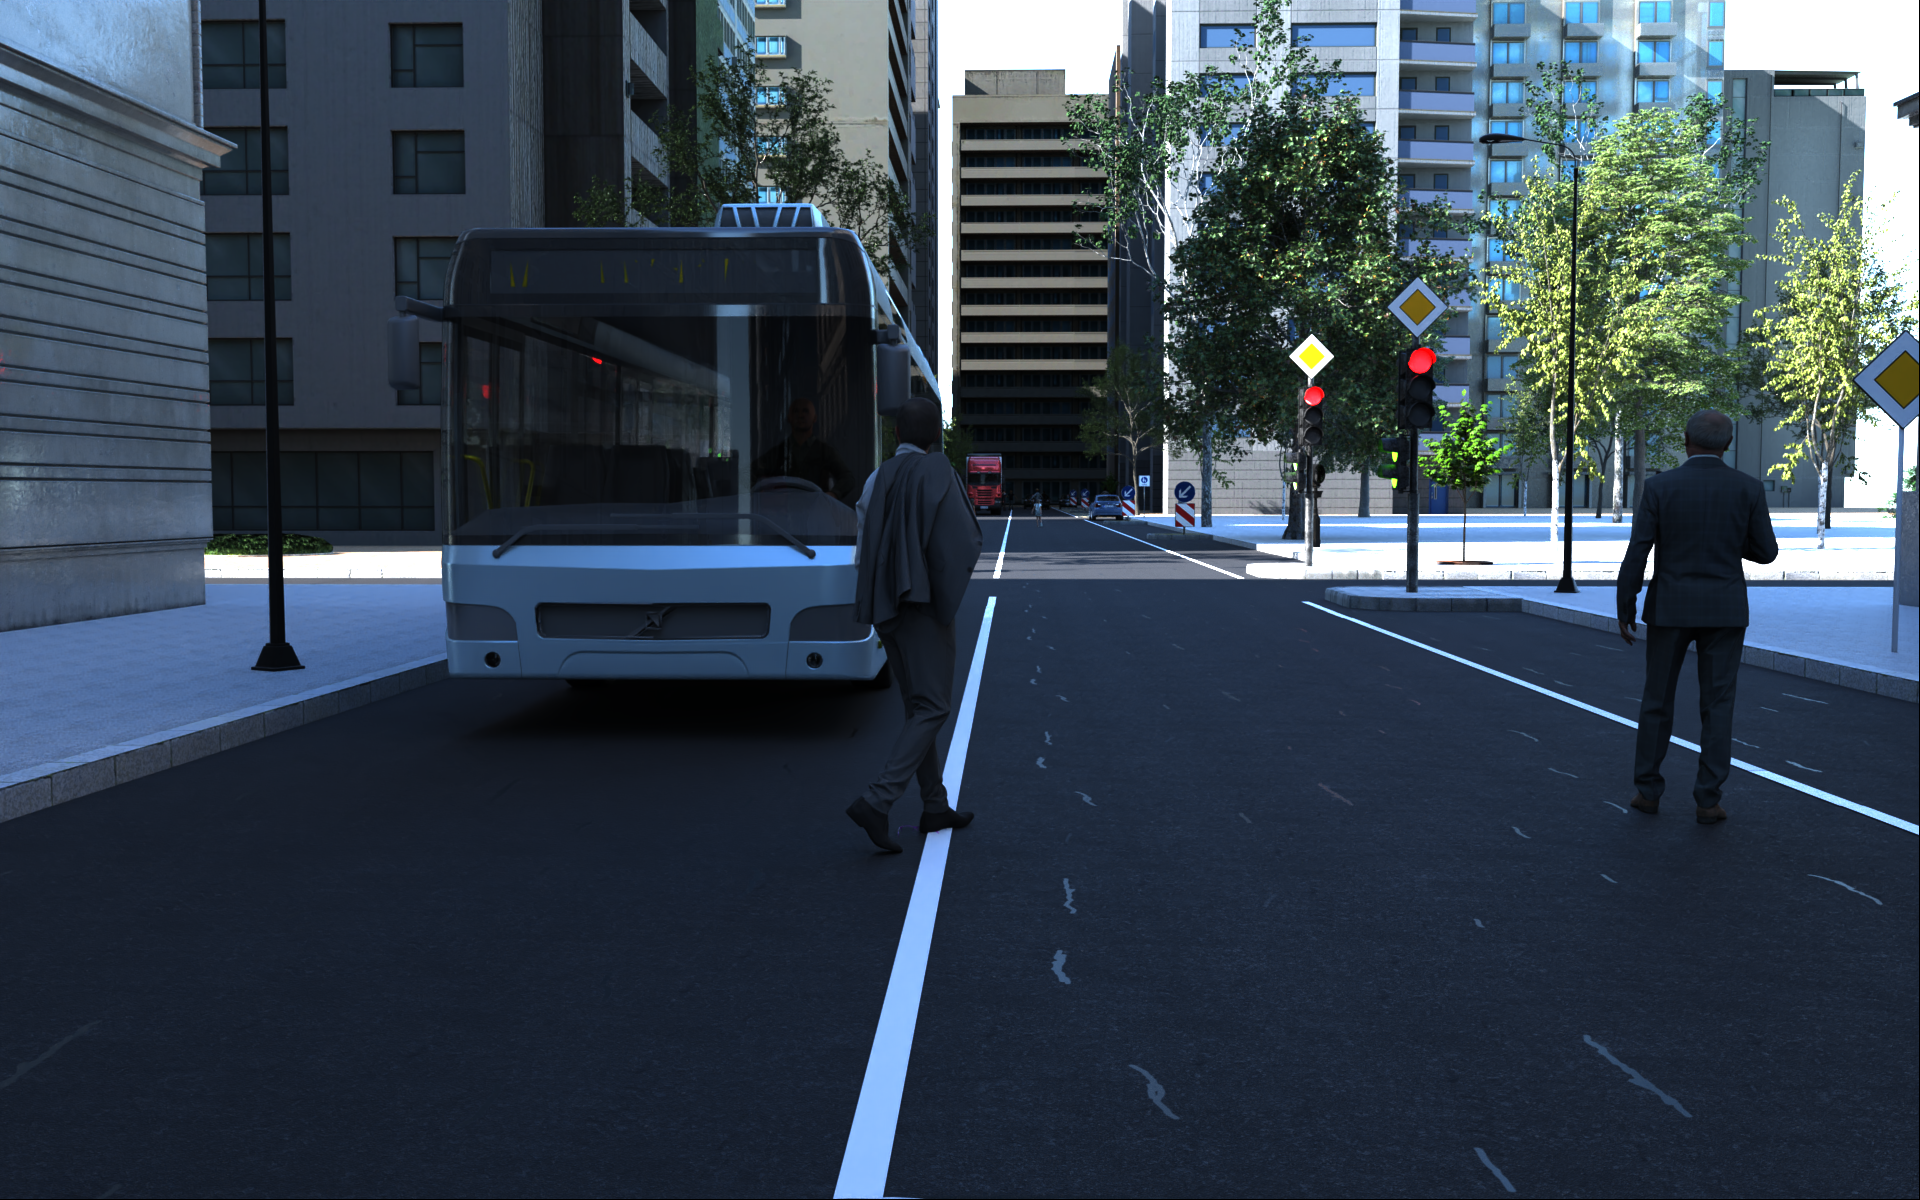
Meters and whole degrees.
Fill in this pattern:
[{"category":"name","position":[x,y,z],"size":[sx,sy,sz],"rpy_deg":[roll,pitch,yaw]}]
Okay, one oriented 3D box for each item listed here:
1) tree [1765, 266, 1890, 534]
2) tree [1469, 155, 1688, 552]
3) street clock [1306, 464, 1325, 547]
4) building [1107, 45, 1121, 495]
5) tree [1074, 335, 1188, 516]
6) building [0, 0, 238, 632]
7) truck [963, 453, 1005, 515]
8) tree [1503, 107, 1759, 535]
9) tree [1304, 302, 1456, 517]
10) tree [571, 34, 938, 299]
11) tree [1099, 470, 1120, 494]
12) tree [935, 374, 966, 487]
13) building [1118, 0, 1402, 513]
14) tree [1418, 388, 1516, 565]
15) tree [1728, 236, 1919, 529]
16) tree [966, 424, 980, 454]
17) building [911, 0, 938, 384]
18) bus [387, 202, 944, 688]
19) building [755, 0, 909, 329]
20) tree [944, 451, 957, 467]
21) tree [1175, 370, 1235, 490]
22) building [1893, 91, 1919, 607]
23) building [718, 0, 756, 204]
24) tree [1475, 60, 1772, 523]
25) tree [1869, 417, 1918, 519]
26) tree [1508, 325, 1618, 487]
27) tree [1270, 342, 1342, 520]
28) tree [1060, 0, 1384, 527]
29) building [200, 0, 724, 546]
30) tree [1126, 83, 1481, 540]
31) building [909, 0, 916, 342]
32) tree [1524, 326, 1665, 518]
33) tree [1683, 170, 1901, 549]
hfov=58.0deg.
[{"category":"tree","position":[27.809,-6.424,55.396],"size":[4.360,8.622,3.978],"rpy_deg":[0,3,0]},{"category":"tree","position":[13.427,-5.369,38.148],"size":[4.737,8.622,4.395],"rpy_deg":[0,3,0]},{"category":"street clock","position":[8.558,-2.270,41.687],"size":[0.471,2.002,0.358],"rpy_deg":[-3,5,-43]},{"category":"building","position":[21.808,-31.821,170.384],"size":[14.600,45.320,14.200],"rpy_deg":[0,4,2]},{"category":"tree","position":[10.188,-10.269,102.308],"size":[7.601,10.594,8.767],"rpy_deg":[1,4,14]},{"category":"building","position":[-18.653,-10.926,14.800],"size":[21.152,22.565,11.583],"rpy_deg":[0,4,2]},{"category":"truck","position":[1.675,-8.129,121.819],"size":[2.839,4.237,11.283],"rpy_deg":[0,4,0]},{"category":"tree","position":[20.026,-8.173,51.751],"size":[7.486,12.596,7.792],"rpy_deg":[0,3,0]},{"category":"tree","position":[22.210,-11.531,95.186],"size":[9.857,13.997,8.962],"rpy_deg":[0,3,0]},{"category":"tree","position":[-4.817,-6.218,36.071],"size":[8.767,10.594,7.601],"rpy_deg":[0,4,-6]},{"category":"tree","position":[12.154,-8.955,141.017],"size":[1.663,3.219,1.824],"rpy_deg":[0,3,0]},{"category":"tree","position":[-2.209,-9.575,106.917],"size":[4.737,8.622,4.395],"rpy_deg":[0,3,0]},{"category":"building","position":[24.254,-37.109,148.726],"size":[21.231,58.520,28.212],"rpy_deg":[0,4,2]},{"category":"tree","position":[9.250,-2.274,31.775],"size":[1.663,3.219,1.824],"rpy_deg":[0,3,0]},{"category":"tree","position":[31.876,-7.904,63.647],"size":[8.767,10.594,7.601],"rpy_deg":[3,5,42]},{"category":"tree","position":[-0.844,-11.576,139.626],"size":[4.737,8.622,4.395],"rpy_deg":[0,3,0]},{"category":"building","position":[-12.771,-44.702,169.122],"size":[20.611,71.187,20.563],"rpy_deg":[0,4,2]},{"category":"bus","position":[-1.637,-1.270,15.619],"size":[2.948,3.499,13.247],"rpy_deg":[0,4,1]},{"category":"building","position":[-14.714,-30.139,116.468],"size":[21.300,48.544,21.600],"rpy_deg":[0,4,2]},{"category":"tree","position":[-1.890,-7.904,112.948],"size":[4.285,4.588,4.351],"rpy_deg":[0,3,0]},{"category":"tree","position":[13.403,-8.815,94.483],"size":[4.737,8.622,4.395],"rpy_deg":[0,3,0]},{"category":"building","position":[16.748,-13.490,7.946],"size":[14.401,28.519,23.554],"rpy_deg":[0,4,2]},{"category":"building","position":[-21.963,-23.432,74.992],"size":[32.217,40.220,23.993],"rpy_deg":[0,4,2]},{"category":"tree","position":[27.945,-13.530,77.103],"size":[12.611,20.169,13.585],"rpy_deg":[0,3,0]},{"category":"tree","position":[52.709,-11.066,82.753],"size":[13.155,14.587,18.604],"rpy_deg":[-3,5,-45]},{"category":"tree","position":[23.040,-7.074,66.020],"size":[4.360,8.622,3.978],"rpy_deg":[0,3,0]},{"category":"tree","position":[16.140,-8.227,84.881],"size":[4.360,8.622,3.978],"rpy_deg":[0,3,0]},{"category":"tree","position":[9.726,-12.812,65.368],"size":[12.611,20.169,13.585],"rpy_deg":[0,3,0]},{"category":"building","position":[-14.697,-16.902,48.045],"size":[14.160,30.474,14.107],"rpy_deg":[0,4,2]},{"category":"tree","position":[9.555,-8.048,48.601],"size":[9.611,12.733,9.660],"rpy_deg":[0,3,0]},{"category":"building","position":[-17.610,-33.786,141.646],"size":[28.713,52.752,27.495],"rpy_deg":[0,4,2]},{"category":"tree","position":[33.792,-9.571,90.900],"size":[8.767,10.594,7.601],"rpy_deg":[-1,4,-11]},{"category":"tree","position":[20.397,-5.514,40.519],"size":[4.737,8.622,4.395],"rpy_deg":[0,3,0]}]
